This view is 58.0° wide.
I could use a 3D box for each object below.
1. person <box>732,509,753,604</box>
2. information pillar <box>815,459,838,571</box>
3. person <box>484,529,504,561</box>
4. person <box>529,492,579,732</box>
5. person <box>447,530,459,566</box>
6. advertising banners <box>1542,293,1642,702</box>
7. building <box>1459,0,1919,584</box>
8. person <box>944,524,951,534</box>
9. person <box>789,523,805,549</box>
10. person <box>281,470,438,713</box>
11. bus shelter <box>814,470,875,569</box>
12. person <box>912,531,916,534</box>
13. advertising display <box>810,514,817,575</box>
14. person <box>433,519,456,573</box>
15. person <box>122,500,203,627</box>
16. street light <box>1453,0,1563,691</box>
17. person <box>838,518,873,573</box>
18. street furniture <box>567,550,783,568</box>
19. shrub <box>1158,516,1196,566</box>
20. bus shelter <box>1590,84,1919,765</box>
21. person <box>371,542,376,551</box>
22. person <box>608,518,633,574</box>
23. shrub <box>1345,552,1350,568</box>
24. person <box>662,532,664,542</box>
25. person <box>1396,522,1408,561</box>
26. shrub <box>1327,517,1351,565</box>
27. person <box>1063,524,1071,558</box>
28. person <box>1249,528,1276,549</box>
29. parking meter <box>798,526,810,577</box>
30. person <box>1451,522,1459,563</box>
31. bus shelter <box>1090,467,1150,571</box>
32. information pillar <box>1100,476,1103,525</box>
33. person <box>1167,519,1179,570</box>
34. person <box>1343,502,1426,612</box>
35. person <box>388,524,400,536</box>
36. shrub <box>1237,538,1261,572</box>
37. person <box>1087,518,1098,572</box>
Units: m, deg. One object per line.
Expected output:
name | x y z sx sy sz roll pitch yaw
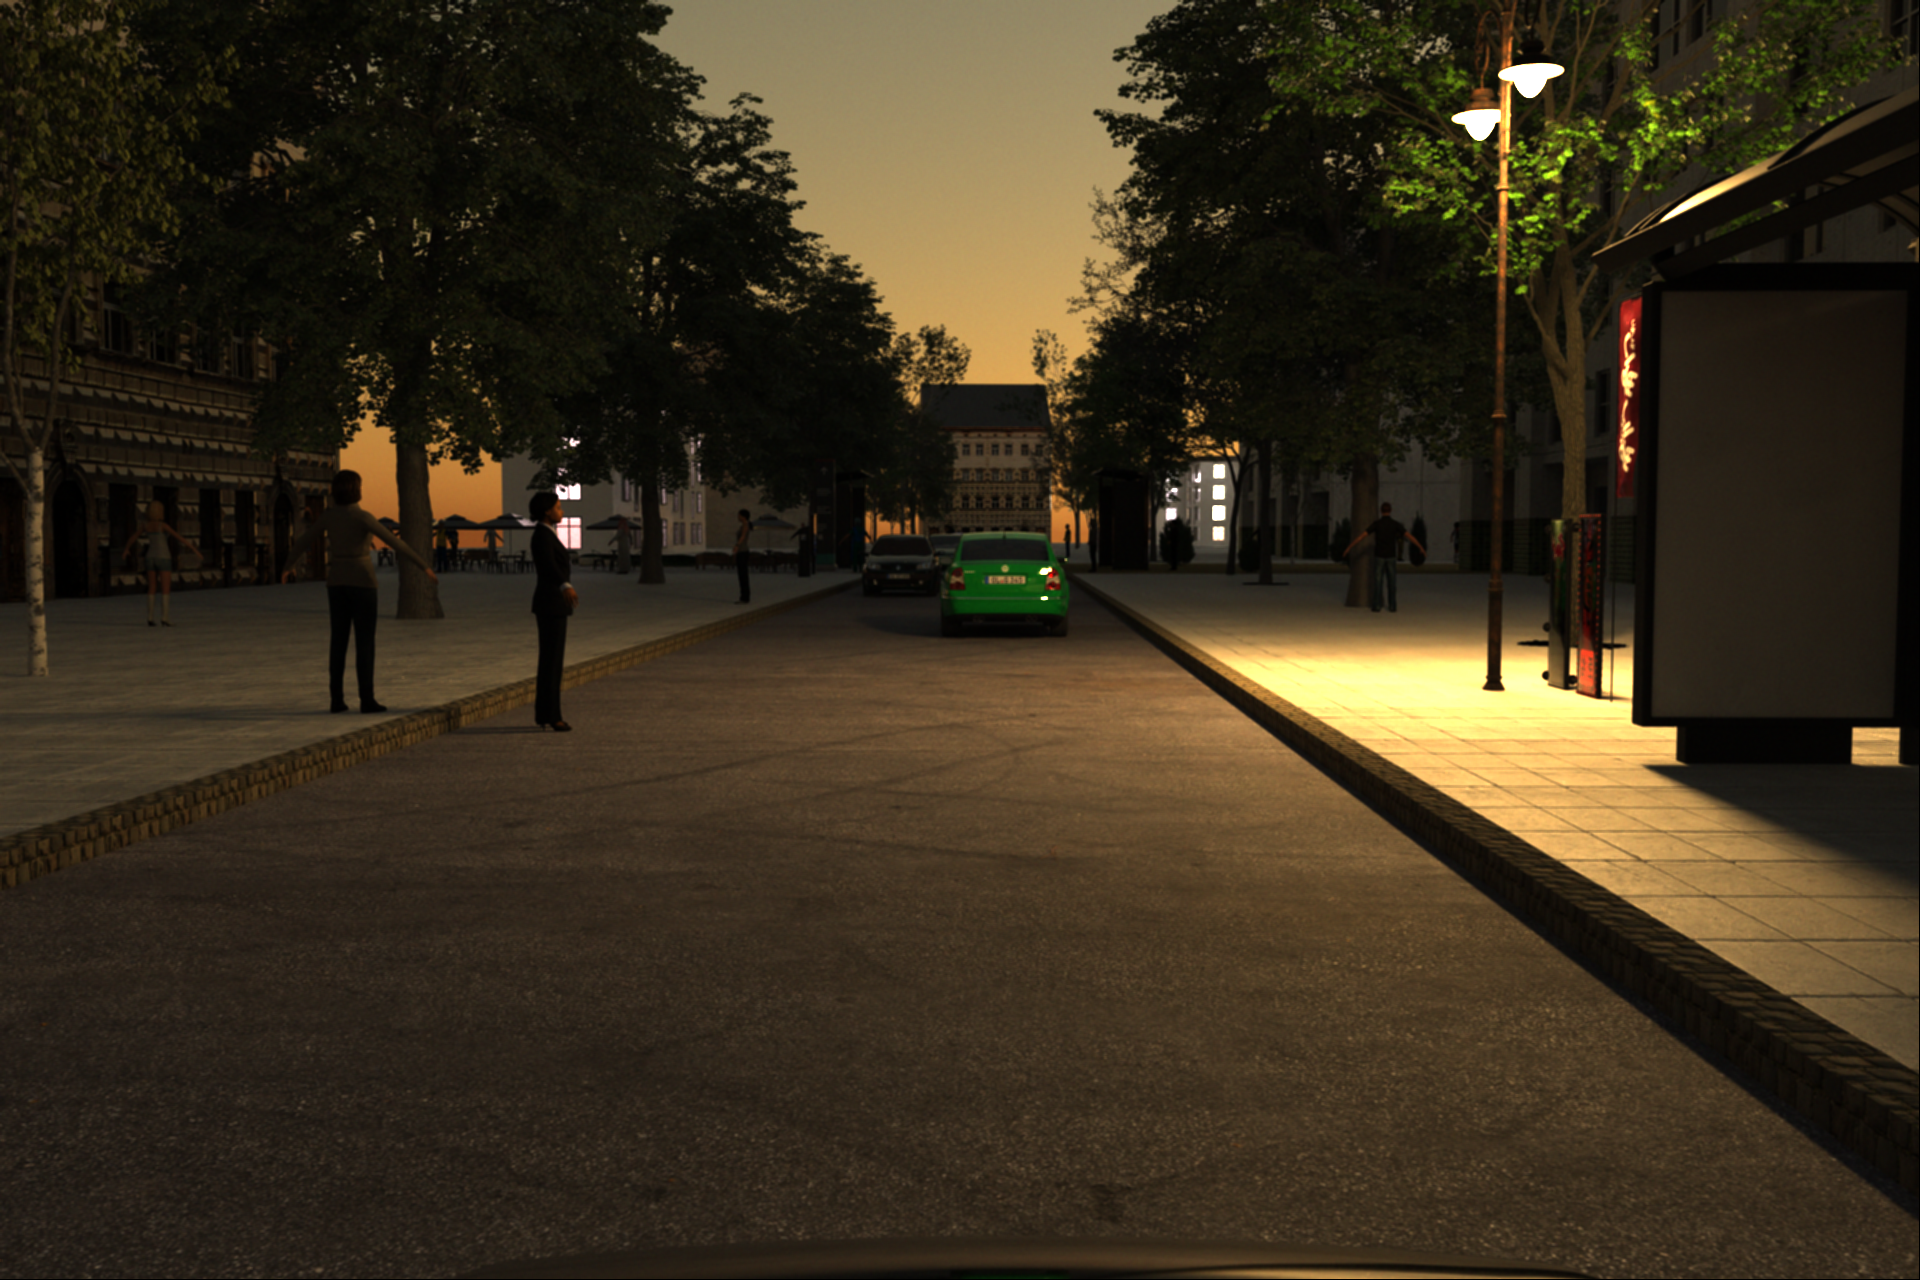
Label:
person | -4.066 -1.533 31.882 0.721 1.737 1.217 0 4 -1
information pillar | -4.658 -4.323 60.064 0.750 3.857 0.750 0 4 2
person | -20.491 -4.266 75.941 0.705 1.806 1.347 1 4 21
person | -2.924 -0.215 12.689 0.721 1.740 1.216 -1 4 -18
person | -20.375 -3.920 69.869 0.705 1.856 1.354 -1 4 -18
advertising banners | 4.968 -1.066 13.615 0.090 3.025 2.074 0 4 1
building | 25.536 -10.916 44.931 16.747 18.905 31.486 0 4 2
person | -0.561 -3.921 72.494 0.705 1.837 1.347 -1 4 -14
person | -7.512 -4.695 82.908 1.346 1.812 0.704 0 4 -7
person | -4.351 -0.351 12.501 1.215 1.744 0.721 1 4 10
bus shelter | -4.393 -4.607 66.604 1.731 3.624 6.357 0 4 2
person | -2.615 -5.205 94.361 0.599 1.433 0.991 -1 4 -13
advertising display | -4.658 -3.057 55.196 0.123 1.923 0.974 0 4 1
person | -17.115 -3.093 57.032 1.216 1.772 0.721 1 4 19
person | -11.125 -1.072 24.132 1.214 1.753 0.721 1 4 9
street light | 4.392 -2.525 14.071 0.468 5.910 1.993 0 4 2
person | -3.402 -3.125 57.225 1.347 1.817 0.704 -3 4 -37
street furniture | -12.378 -3.332 70.108 10.072 0.657 5.734 2 4 34
shrub | 8.839 -4.067 70.530 1.661 2.075 1.752 0 3 0
bus shelter | 4.512 -0.808 7.128 2.014 3.302 5.546 0 4 2
person | -13.990 -2.106 40.616 0.705 1.807 1.348 -2 4 -34
person | -10.858 -3.031 55.711 0.704 1.811 1.347 1 4 22
shrub | 13.674 -2.950 59.346 1.383 1.207 1.383 0 3 0
person | -14.104 -4.586 80.834 0.705 1.847 1.347 -2 4 -35
person | 20.805 -4.643 81.677 0.705 1.858 1.354 0 4 -3
shrub | 16.096 -4.137 72.052 1.690 2.028 1.600 0 3 0
person | 5.840 -5.413 94.474 0.705 1.833 1.349 1 4 11
person | 13.708 -4.433 78.710 1.346 1.802 0.704 -1 4 -9
parking meter | -4.665 -2.655 51.827 0.372 1.533 0.369 0 3 0
person | 22.149 -4.334 77.000 0.704 1.843 1.345 -1 4 -16
bus shelter | 5.870 -4.442 63.907 1.731 3.624 6.357 0 3 0
information pillar | 5.720 -4.821 70.170 0.183 3.616 0.504 0 4 2
person | 7.527 -3.362 61.154 0.705 1.806 1.347 1 4 15
person | 7.022 -1.370 28.611 1.348 1.803 0.705 0 4 7
person | -17.322 -2.868 53.734 0.445 1.727 0.742 3 5 40
shrub | 9.751 -2.871 58.058 1.383 1.207 1.383 0 3 0
person | 4.442 -3.188 58.255 0.705 1.813 1.348 0 4 1
